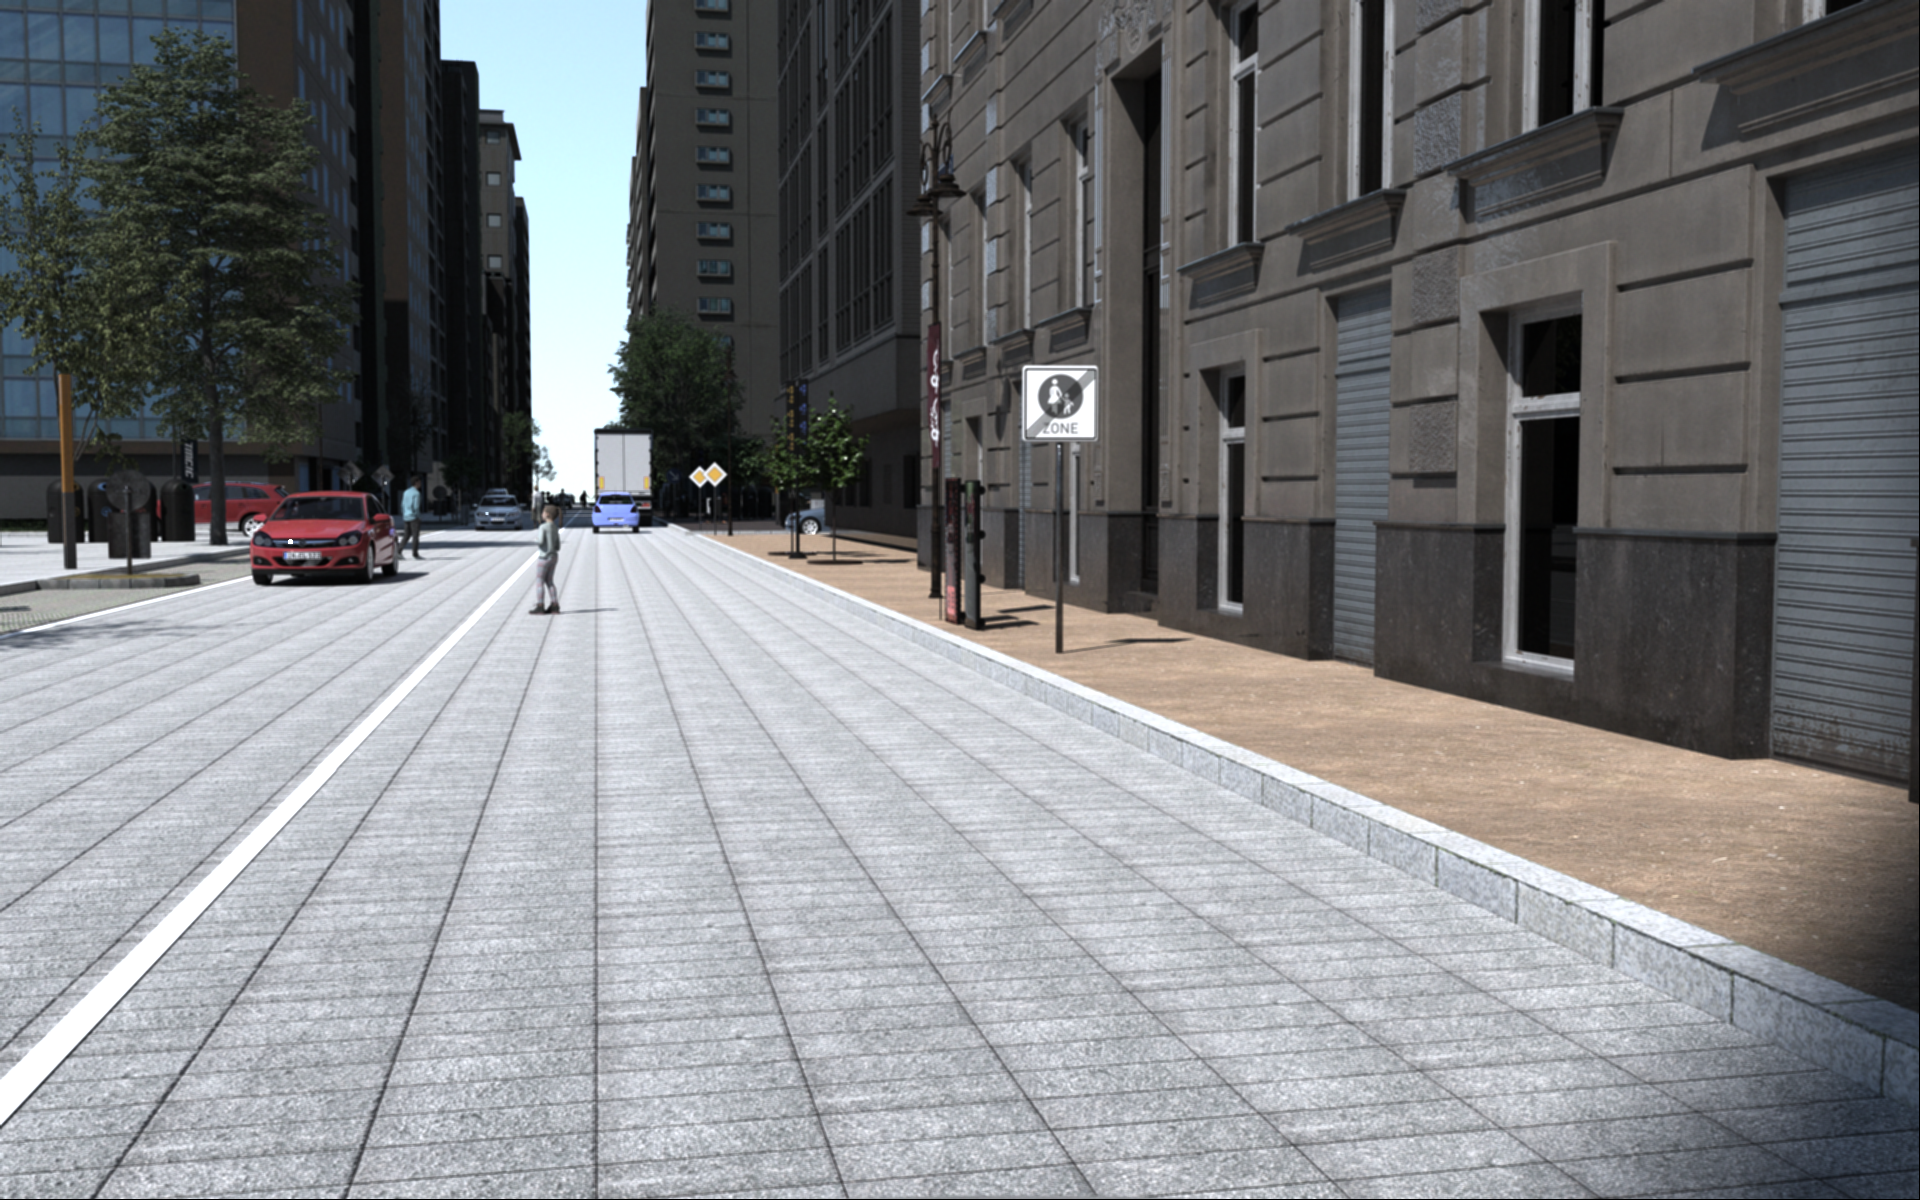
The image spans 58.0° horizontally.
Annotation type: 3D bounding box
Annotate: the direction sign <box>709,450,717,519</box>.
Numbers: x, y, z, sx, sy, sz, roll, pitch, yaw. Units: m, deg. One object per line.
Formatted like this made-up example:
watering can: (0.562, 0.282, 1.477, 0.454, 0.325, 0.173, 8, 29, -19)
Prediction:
direction sign: (-12.894, -5.981, 89.783, 0.876, 3.537, 0.379, 3, 4, 37)

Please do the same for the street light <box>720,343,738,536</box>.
street light: (-7.069, -4.915, 53.141, 0.468, 5.910, 1.993, -1, 4, -12)

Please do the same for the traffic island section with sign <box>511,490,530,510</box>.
traffic island section with sign: (-40.299, -9.087, 157.197, 1.989, 1.847, 2.006, -1, 4, -12)

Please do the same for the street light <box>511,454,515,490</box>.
street light: (-50.606, -13.673, 196.342, 0.468, 5.910, 1.993, -1, 4, -12)

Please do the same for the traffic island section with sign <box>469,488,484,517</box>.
traffic island section with sign: (-30.030, -6.089, 108.181, 1.989, 1.847, 2.006, -1, 4, -12)

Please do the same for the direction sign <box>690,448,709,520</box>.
direction sign: (-12.981, -5.722, 85.559, 0.876, 3.537, 0.379, 3, 4, 36)

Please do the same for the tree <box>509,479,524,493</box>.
tree: (-51.405, -12.558, 199.921, 1.663, 3.219, 1.824, 0, 3, 0)

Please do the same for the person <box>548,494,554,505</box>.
person: (-41.171, -9.956, 174.505, 0.697, 1.427, 0.421, 3, 5, 41)

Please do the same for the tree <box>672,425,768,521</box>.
tree: (-10.559, -6.041, 82.482, 4.285, 4.588, 4.351, 0, 3, 0)

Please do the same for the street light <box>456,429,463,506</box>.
street light: (-34.575, -9.001, 119.959, 0.468, 5.910, 1.993, -1, 4, -12)

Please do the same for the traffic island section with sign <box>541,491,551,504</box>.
traffic island section with sign: (-62.671, -15.613, 263.901, 1.989, 1.847, 2.006, -1, 4, -12)

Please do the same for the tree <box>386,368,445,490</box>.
tree: (-32.102, -9.218, 101.075, 4.360, 8.622, 3.978, 0, 3, 0)

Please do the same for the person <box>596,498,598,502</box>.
person: (-26.359, -7.223, 126.689, 0.616, 1.811, 0.778, -3, 4, -37)

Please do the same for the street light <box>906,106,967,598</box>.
street light: (-0.300, -2.961, 21.199, 0.468, 5.910, 1.993, -1, 4, -12)

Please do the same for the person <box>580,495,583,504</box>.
person: (-43.514, -11.466, 199.209, 0.421, 1.427, 0.697, 0, 4, 3)

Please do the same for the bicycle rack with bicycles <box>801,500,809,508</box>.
bicycle rack with bicycles: (-9.353, -6.126, 113.545, 2.852, 0.926, 2.925, 0, 4, -3)

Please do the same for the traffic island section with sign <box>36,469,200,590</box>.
traffic island section with sign: (-12.968, -1.114, 26.849, 1.989, 1.847, 2.006, -1, 4, -12)

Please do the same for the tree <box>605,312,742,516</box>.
tree: (-16.116, -10.640, 99.714, 9.928, 11.665, 9.643, 0, 3, 0)

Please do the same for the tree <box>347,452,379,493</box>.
tree: (-26.936, -5.070, 77.503, 1.663, 3.219, 1.824, 0, 3, 0)

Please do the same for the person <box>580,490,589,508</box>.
person: (-38.409, -10.317, 177.200, 1.348, 1.823, 0.705, 2, 4, 26)

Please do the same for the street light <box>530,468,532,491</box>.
street light: (-60.907, -16.707, 245.953, 0.468, 5.910, 1.993, -1, 4, -12)

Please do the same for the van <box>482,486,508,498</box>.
van: (-32.908, -7.095, 123.009, 2.013, 2.044, 4.112, -1, 4, -12)

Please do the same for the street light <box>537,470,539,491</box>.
street light: (-67.301, -18.566, 276.348, 0.468, 5.910, 1.993, -1, 4, -12)

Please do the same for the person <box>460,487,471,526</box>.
person: (-22.371, -4.235, 78.293, 0.362, 1.759, 0.519, 3, 5, 43)

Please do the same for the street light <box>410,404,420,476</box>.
street light: (-28.158, -7.143, 89.569, 0.468, 5.910, 1.993, -1, 4, -12)

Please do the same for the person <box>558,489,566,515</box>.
person: (-26.734, -6.583, 116.320, 0.511, 1.800, 0.466, 0, 4, -3)

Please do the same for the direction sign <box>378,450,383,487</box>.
direction sign: (-29.816, -5.943, 89.168, 0.379, 3.537, 0.876, 0, 4, -5)

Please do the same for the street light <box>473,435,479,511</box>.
street light: (-37.544, -9.880, 134.325, 0.468, 5.910, 1.993, -1, 4, -12)

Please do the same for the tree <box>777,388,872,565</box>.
tree: (-2.448, -2.276, 31.822, 1.663, 3.219, 1.824, 0, 3, 0)

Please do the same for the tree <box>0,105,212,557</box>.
tree: (-17.213, -5.100, 33.747, 4.737, 8.622, 4.395, 0, 3, 0)

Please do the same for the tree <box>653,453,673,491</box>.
tree: (-20.881, -8.499, 122.669, 4.285, 4.588, 4.351, 0, 3, 0)

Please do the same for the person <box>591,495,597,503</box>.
person: (-33.297, -9.194, 158.803, 0.705, 1.826, 1.348, 2, 4, 25)

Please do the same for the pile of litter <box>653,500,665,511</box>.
pile of litter: (-23.310, -7.261, 132.675, 1.719, 0.858, 1.176, 1, 4, 14)

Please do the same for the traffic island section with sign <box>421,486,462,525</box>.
traffic island section with sign: (-24.429, -4.459, 81.526, 1.989, 1.847, 2.006, -1, 4, -12)

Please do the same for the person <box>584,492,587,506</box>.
person: (-44.045, -11.870, 203.504, 0.436, 1.711, 0.756, -1, 4, -18)

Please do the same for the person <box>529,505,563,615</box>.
person: (-4.951, -0.482, 20.663, 0.394, 1.301, 0.425, 0, 4, 5)

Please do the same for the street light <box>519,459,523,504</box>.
street light: (-54.590, -14.838, 215.386, 0.468, 5.910, 1.993, -1, 4, -12)

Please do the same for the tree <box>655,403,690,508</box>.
tree: (-23.323, -11.370, 136.257, 4.360, 8.622, 3.978, 0, 3, 0)

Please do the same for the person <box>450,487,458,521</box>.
person: (-24.812, -4.665, 85.105, 0.374, 1.781, 0.599, -3, 4, -36)

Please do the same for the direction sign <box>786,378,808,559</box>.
direction sign: (-3.226, -2.591, 34.357, 0.379, 3.537, 0.876, -2, 4, -32)

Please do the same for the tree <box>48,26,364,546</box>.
tree: (-18.995, -7.648, 43.180, 7.486, 12.596, 7.792, 0, 3, 0)

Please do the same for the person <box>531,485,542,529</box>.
person: (-17.316, -3.809, 71.000, 0.478, 1.798, 0.641, -2, 4, -29)

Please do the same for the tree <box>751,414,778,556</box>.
tree: (-3.508, -2.553, 36.337, 1.663, 3.219, 1.824, 0, 3, 0)

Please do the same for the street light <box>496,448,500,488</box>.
street light: (-44.050, -11.779, 165.374, 0.468, 5.910, 1.993, -1, 4, -12)

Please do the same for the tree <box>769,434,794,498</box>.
tree: (-12.183, -10.776, 126.550, 4.360, 8.622, 3.978, 0, 3, 0)

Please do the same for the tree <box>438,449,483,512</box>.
tree: (-36.551, -8.751, 126.796, 4.285, 4.588, 4.351, 0, 3, 0)

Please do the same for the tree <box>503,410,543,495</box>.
tree: (-53.932, -17.205, 207.063, 9.928, 11.665, 9.643, 0, 3, 0)

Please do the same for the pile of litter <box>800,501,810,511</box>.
pile of litter: (-9.404, -5.664, 106.571, 1.719, 0.858, 1.176, 2, 4, 30)

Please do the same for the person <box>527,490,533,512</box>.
person: (-34.699, -8.020, 140.344, 1.217, 1.735, 0.721, 3, 5, 40)

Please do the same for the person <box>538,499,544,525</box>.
person: (-19.171, -4.154, 79.011, 0.503, 1.515, 0.523, -3, 4, -39)

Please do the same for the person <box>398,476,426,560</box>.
person: (-11.964, -1.781, 37.632, 0.660, 1.820, 0.620, 3, 4, 36)

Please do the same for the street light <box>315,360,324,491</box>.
street light: (-21.834, -5.283, 59.159, 0.468, 5.910, 1.993, -1, 4, -12)

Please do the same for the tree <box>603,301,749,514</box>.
tree: (-18.589, -12.640, 113.325, 9.857, 13.997, 8.962, 0, 3, 0)

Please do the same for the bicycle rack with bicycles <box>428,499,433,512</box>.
bicycle rack with bicycles: (-37.247, -6.667, 122.392, 2.925, 0.926, 2.852, -3, 5, -42)

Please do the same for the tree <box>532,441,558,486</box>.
tree: (-70.578, -21.640, 288.223, 7.601, 10.594, 8.767, -1, 4, -15)
